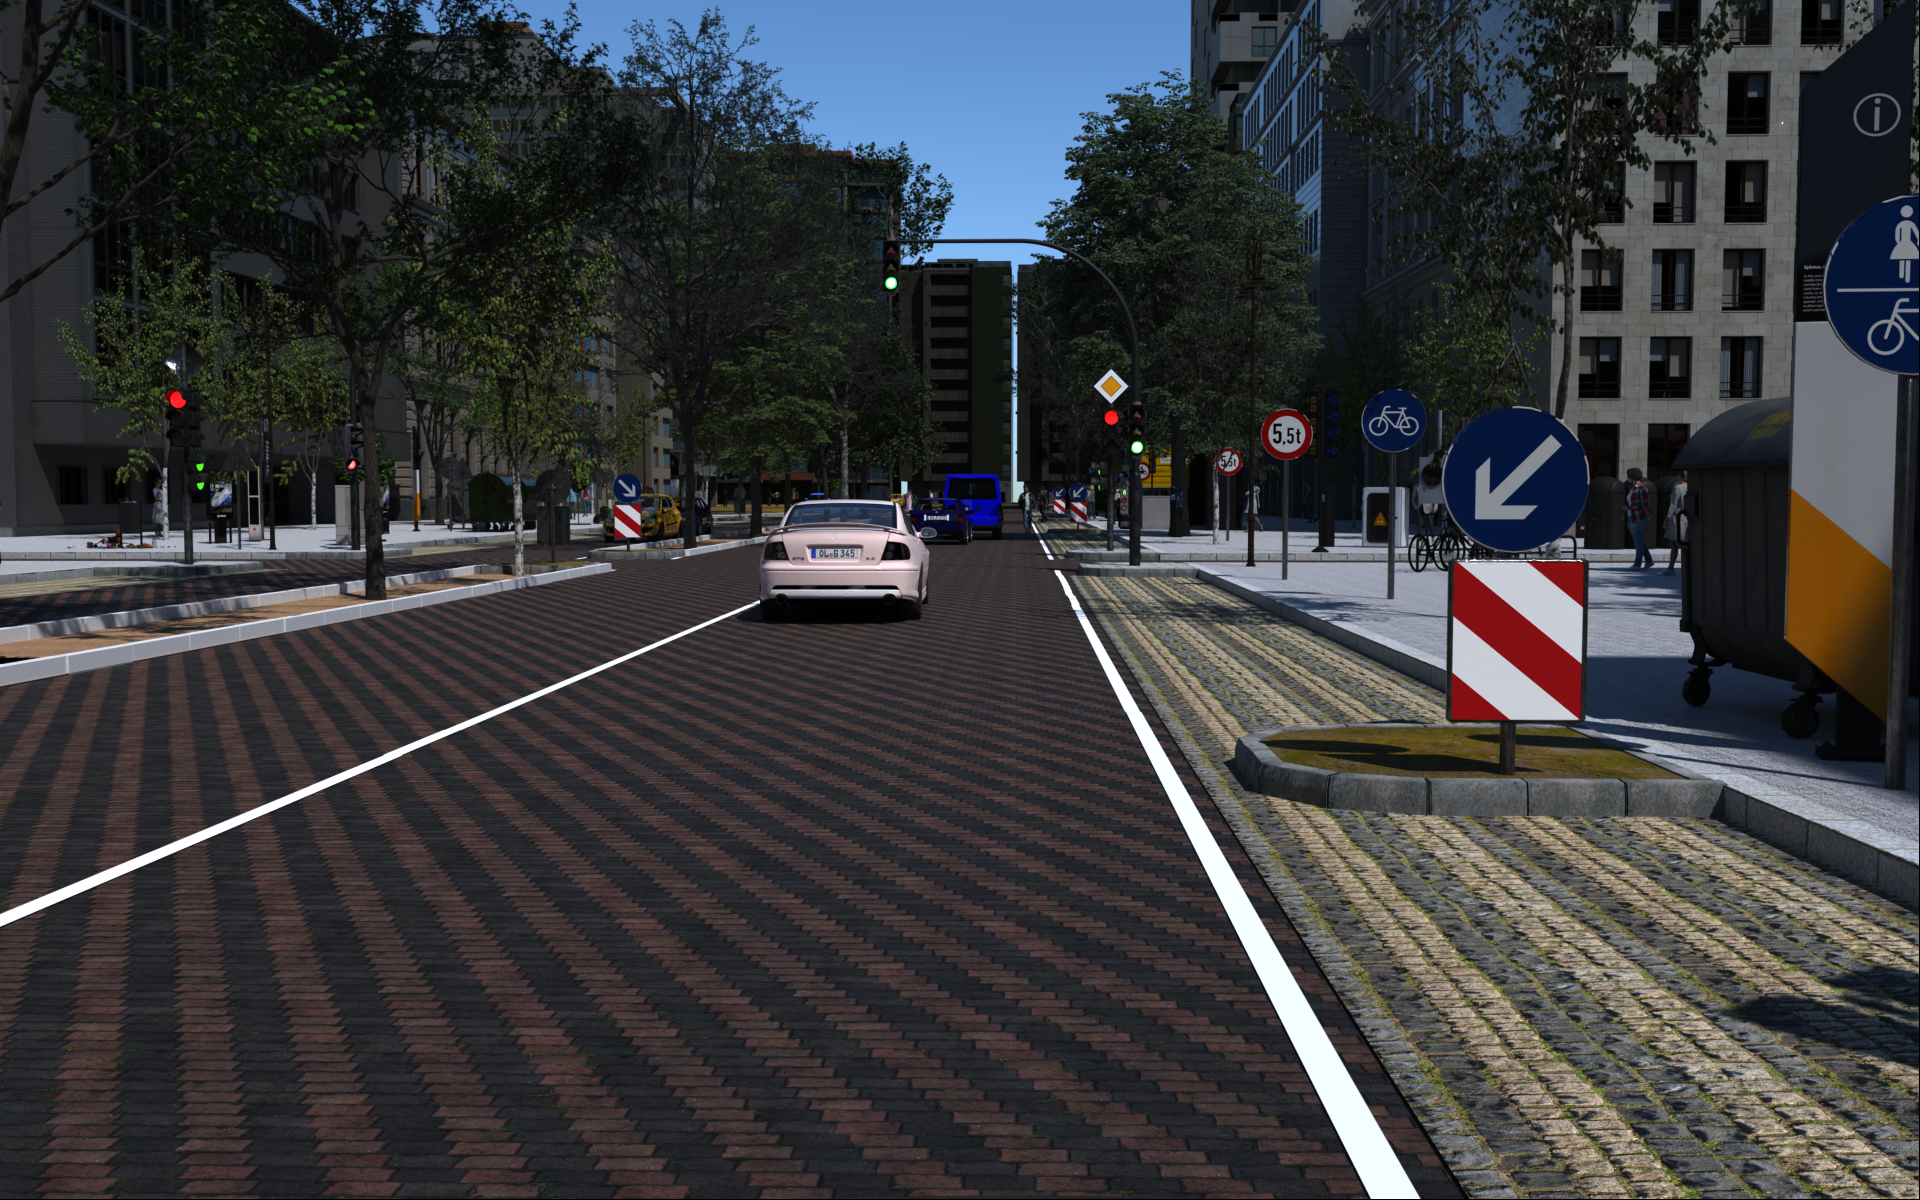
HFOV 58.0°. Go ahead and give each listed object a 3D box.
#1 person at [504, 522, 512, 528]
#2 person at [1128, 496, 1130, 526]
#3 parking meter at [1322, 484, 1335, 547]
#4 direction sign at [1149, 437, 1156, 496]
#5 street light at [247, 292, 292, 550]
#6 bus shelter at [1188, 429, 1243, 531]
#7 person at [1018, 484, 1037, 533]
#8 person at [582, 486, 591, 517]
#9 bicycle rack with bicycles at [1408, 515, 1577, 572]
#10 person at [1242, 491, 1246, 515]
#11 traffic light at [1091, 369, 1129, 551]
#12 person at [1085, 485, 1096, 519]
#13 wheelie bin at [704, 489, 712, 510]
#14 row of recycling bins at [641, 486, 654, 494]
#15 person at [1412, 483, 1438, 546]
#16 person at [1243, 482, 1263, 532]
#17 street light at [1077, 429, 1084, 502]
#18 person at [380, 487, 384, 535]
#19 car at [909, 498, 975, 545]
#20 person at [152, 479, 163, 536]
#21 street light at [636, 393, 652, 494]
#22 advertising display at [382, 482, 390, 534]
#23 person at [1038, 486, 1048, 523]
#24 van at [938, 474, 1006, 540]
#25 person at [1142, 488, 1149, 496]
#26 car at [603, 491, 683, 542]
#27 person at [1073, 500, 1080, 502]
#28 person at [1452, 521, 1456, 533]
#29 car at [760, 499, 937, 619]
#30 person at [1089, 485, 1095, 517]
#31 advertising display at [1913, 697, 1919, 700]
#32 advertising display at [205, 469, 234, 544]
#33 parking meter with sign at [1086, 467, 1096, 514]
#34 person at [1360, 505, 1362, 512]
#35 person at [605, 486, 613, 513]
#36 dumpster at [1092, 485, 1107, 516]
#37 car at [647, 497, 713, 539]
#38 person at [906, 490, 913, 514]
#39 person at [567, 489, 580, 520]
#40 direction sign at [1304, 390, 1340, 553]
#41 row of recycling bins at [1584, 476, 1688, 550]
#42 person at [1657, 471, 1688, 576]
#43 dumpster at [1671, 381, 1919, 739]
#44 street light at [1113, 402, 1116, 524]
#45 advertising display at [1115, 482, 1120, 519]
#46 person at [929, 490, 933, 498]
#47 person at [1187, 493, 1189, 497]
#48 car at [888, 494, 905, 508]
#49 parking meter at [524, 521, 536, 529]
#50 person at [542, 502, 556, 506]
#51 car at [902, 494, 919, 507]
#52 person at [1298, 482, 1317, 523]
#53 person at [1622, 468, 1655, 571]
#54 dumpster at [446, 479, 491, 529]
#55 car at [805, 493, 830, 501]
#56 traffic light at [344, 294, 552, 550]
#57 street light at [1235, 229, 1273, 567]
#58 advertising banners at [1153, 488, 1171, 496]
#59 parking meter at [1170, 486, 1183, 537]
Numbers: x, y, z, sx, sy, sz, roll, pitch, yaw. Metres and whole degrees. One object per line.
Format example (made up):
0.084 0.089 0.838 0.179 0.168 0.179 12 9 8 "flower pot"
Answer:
-17.312 -3.648 65.950 0.793 1.790 0.793 2 4 27 "person"
6.657 -3.691 66.734 0.374 1.781 0.599 -1 4 -15 "person"
8.924 -2.061 42.112 0.372 1.533 0.369 0 3 0 "parking meter"
7.223 -4.472 65.113 0.379 3.537 0.876 1 4 22 "direction sign"
-15.850 -4.097 39.768 0.468 5.910 1.993 0 4 2 "street light"
9.247 -4.439 63.863 1.731 3.624 6.357 0 4 2 "bus shelter"
2.436 -3.319 63.115 0.623 1.781 0.721 -1 4 -23 "person"
-21.297 -5.670 98.758 0.555 1.821 0.388 -1 4 -16 "person"
8.635 -0.933 28.640 2.925 0.926 2.852 -2 4 -24 "bicycle rack with bicycles"
16.998 -6.004 104.796 0.593 1.750 0.643 -3 4 -36 "person"
3.366 -3.058 38.917 0.839 4.253 0.868 0 4 2 "traffic light"
6.676 -4.996 88.393 0.598 1.740 0.731 1 4 13 "person"
-16.506 -6.394 112.442 0.693 1.594 0.980 -2 4 -25 "wheelie bin"
-16.994 -5.196 92.059 1.069 1.692 3.534 0 4 1 "row of recycling bins"
11.578 -2.276 43.098 0.661 1.843 0.795 2 4 32 "person"
9.751 -3.161 57.818 0.778 1.811 0.616 -2 4 -31 "person"
7.875 -8.613 113.606 0.468 5.910 1.993 0 4 2 "street light"
-18.335 -2.948 54.426 0.473 1.802 0.592 1 4 13 "person"
-0.558 -2.307 50.304 1.945 1.354 3.894 0 4 3 "car"
-24.333 -2.823 52.771 0.524 1.755 0.480 0 4 -2 "person"
-14.467 -6.518 79.360 0.468 5.910 1.993 0 4 2 "street light"
-18.480 -3.077 55.516 0.123 1.923 0.974 0 3 0 "advertising display"
4.129 -4.779 86.547 0.656 1.842 0.836 2 4 34 "person"
0.388 -3.150 55.891 2.240 2.365 5.245 0 4 0 "van"
9.609 -5.151 90.435 0.473 1.802 0.592 0 4 5 "person"
-9.588 -2.583 52.459 2.015 1.641 3.980 0 4 4 "car"
7.442 -6.377 110.550 0.529 1.795 0.600 2 4 25 "person"
16.168 -3.039 55.998 0.520 1.790 0.573 -3 5 -39 "person"
-1.341 -0.539 21.179 2.083 1.381 4.827 0 4 1 "car"
7.172 -5.445 95.250 0.537 1.800 0.526 -1 4 -9 "person"
6.069 -0.348 10.897 0.123 1.923 0.974 1 4 14 "advertising display"
-19.227 -2.433 44.990 0.123 1.923 0.974 1 4 12 "advertising display"
8.280 -6.996 110.642 0.543 3.016 1.738 1 4 13 "parking meter with sign"
12.223 -2.546 51.942 0.475 1.303 0.640 -2 4 -23 "person"
-20.884 -5.892 102.929 0.362 1.759 0.519 -3 4 -36 "person"
8.395 -6.062 101.614 1.502 2.255 1.985 0 4 2 "dumpster"
-9.155 -2.696 56.658 1.945 1.354 3.894 0 4 0 "car"
-3.639 -7.031 124.133 0.551 1.740 0.621 0 4 8 "person"
-19.460 -4.973 87.218 0.638 1.841 0.748 -1 4 -9 "person"
7.938 -2.818 38.077 0.876 3.537 0.379 3 5 44 "direction sign"
16.298 -2.056 40.731 3.534 1.692 1.069 -1 4 -20 "row of recycling bins"
11.329 -1.242 27.093 0.760 1.731 0.466 1 4 21 "person"
4.939 -0.241 9.706 1.264 1.857 1.865 0 4 2 "dumpster"
6.534 -6.153 73.396 0.468 5.910 1.993 0 4 2 "street light"
8.277 -5.176 89.840 0.974 1.923 0.123 -1 4 -23 "advertising display"
-2.263 -7.461 131.427 0.436 1.711 0.756 1 4 12 "person"
11.719 -5.168 90.886 0.623 1.781 0.721 3 5 41 "person"
-6.711 -10.382 179.962 2.015 1.641 3.980 0 4 3 "car"
-15.682 -3.516 63.200 0.399 1.863 0.255 1 4 18 "parking meter"
-15.974 -3.742 67.233 0.555 1.821 0.388 -3 5 -41 "person"
-5.449 -10.627 185.550 2.131 1.459 4.920 0 4 4 "car"
15.492 -4.328 76.919 0.853 1.813 0.709 2 4 26 "person"
11.389 -1.355 29.032 0.643 1.720 0.563 0 4 3 "person"
-17.995 -3.530 63.471 1.264 1.857 1.865 0 4 2 "dumpster"
-10.757 -7.438 131.204 1.945 1.707 3.694 0 4 3 "car"
-11.693 -3.961 39.424 4.771 5.953 1.251 0 4 2 "traffic light"
5.151 -3.530 30.506 0.468 5.910 1.993 0 4 2 "street light"
8.530 -4.657 72.324 2.074 3.025 0.090 3 4 38 "advertising banners"
6.436 -2.632 51.448 0.372 1.533 0.369 0 3 0 "parking meter"
